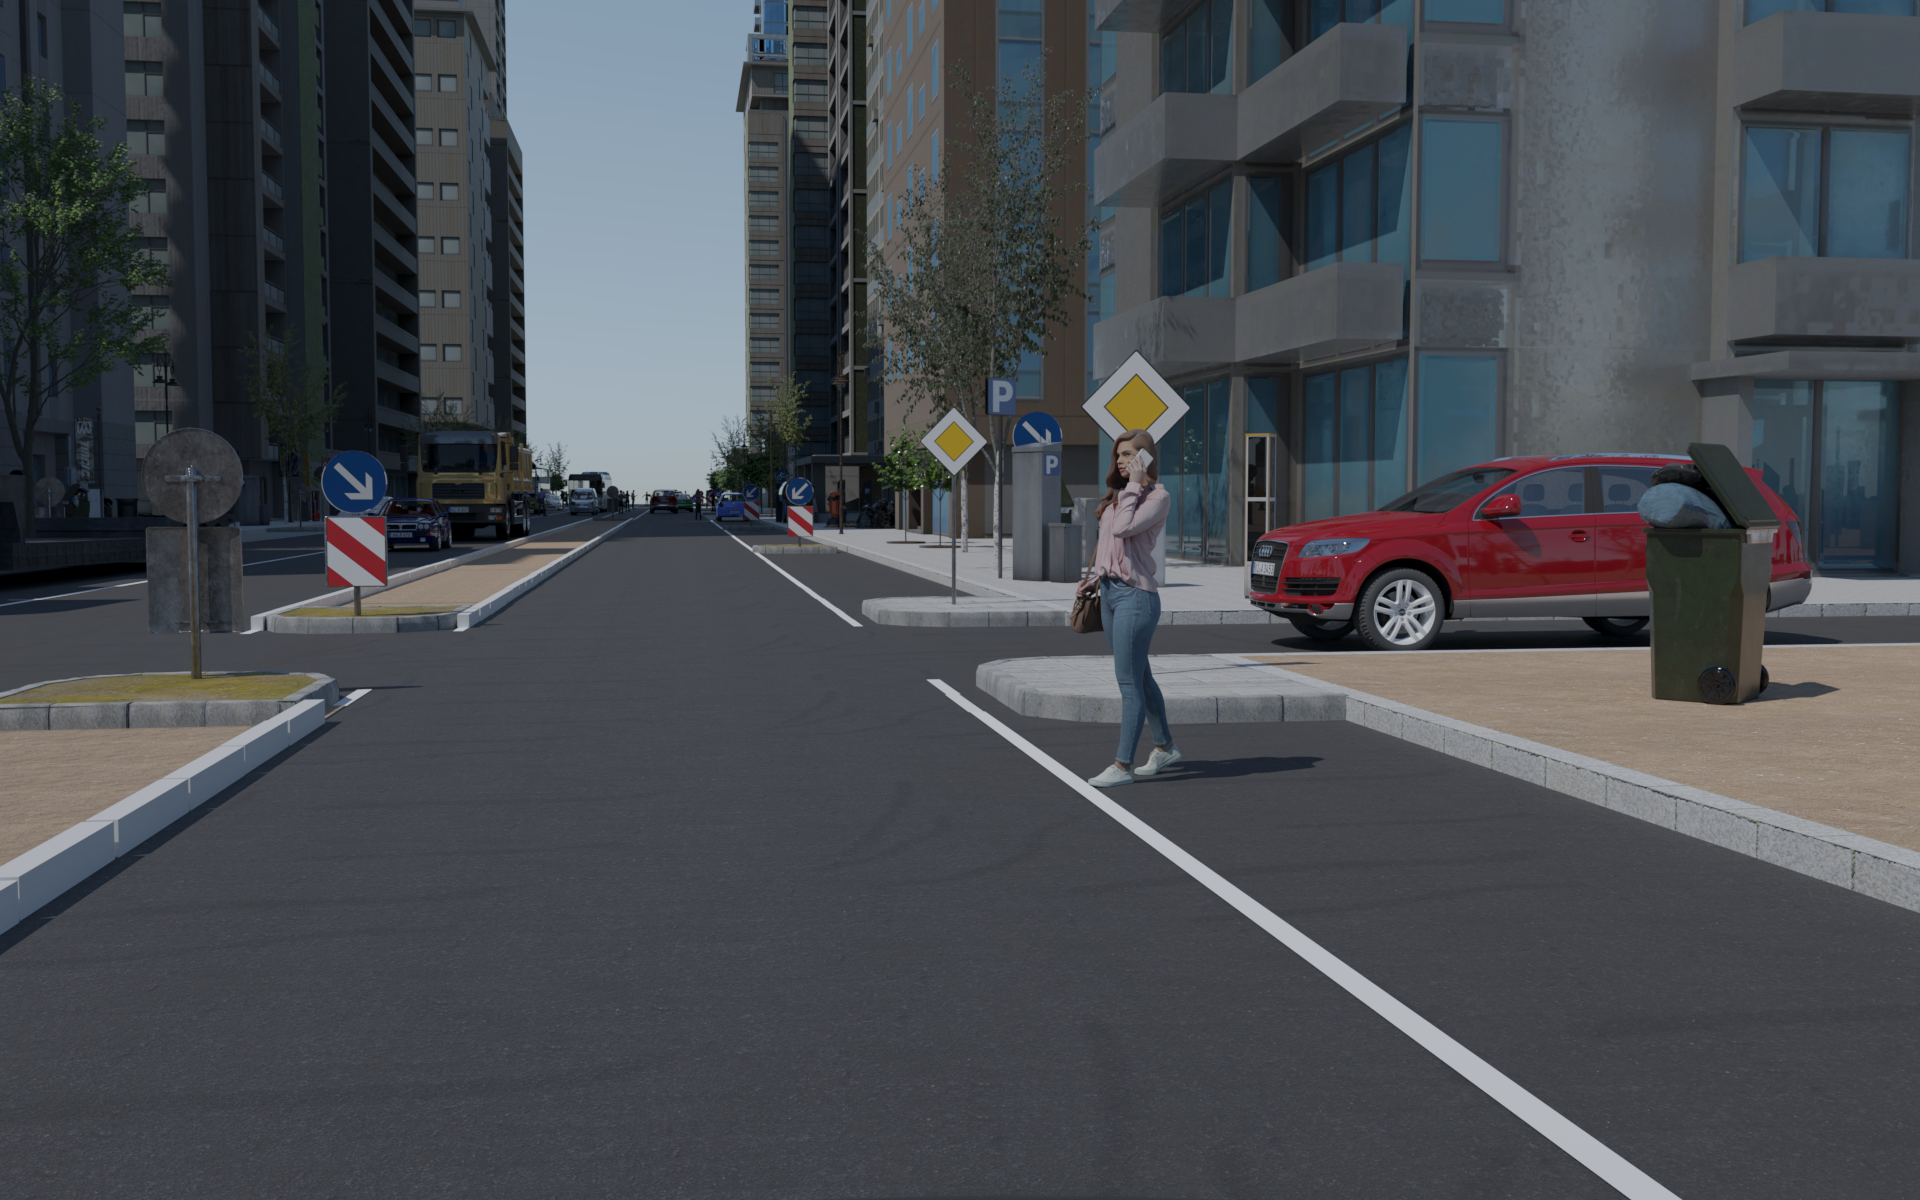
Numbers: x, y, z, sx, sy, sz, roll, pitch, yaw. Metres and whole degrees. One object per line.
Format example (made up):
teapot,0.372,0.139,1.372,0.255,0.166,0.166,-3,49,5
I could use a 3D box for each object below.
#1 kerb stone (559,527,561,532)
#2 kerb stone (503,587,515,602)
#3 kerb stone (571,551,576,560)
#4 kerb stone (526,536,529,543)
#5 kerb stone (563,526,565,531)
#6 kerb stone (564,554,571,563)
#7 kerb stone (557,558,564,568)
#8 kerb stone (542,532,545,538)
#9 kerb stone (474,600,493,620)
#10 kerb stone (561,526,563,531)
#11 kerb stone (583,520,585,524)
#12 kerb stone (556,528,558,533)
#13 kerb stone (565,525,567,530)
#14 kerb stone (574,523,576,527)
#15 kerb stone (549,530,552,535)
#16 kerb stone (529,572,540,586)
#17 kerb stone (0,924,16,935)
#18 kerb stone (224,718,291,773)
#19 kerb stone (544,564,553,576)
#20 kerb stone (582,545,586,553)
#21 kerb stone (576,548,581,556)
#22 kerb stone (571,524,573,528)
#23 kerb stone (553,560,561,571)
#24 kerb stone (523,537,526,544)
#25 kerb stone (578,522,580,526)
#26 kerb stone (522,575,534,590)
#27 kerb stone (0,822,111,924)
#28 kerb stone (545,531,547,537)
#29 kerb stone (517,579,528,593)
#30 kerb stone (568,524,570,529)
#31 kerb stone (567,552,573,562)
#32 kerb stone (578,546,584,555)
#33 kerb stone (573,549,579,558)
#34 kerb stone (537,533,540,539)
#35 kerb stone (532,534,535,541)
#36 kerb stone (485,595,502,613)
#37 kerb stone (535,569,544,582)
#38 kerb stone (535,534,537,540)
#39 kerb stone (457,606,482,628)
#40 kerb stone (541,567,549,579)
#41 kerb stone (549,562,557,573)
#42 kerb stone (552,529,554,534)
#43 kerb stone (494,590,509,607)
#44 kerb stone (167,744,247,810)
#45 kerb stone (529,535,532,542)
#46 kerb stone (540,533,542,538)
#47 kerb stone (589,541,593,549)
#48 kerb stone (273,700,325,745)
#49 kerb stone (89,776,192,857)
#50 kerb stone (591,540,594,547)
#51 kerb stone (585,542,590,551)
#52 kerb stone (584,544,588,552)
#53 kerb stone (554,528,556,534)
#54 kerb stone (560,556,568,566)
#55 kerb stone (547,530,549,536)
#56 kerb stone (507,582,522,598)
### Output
kerb stone,-14.958,-2.566,64.143,0.120,0.150,1.000,-1,4,-9
kerb stone,-6.053,-0.044,23.030,0.120,0.150,1.000,-1,4,-9
kerb stone,-8.375,-0.915,37.156,0.120,0.150,1.000,-1,4,-9
kerb stone,-12.621,-1.699,49.979,0.120,0.150,1.000,-1,4,-9
kerb stone,-15.285,-2.689,66.169,0.120,0.150,1.000,-1,4,-9
kerb stone,-8.044,-0.792,35.137,0.120,0.150,1.000,-1,4,-9
kerb stone,-7.717,-0.668,33.117,0.120,0.150,1.000,-1,4,-9
kerb stone,-13.617,-2.070,56.047,0.120,0.150,1.000,-1,4,-9
kerb stone,-5.544,0.134,20.002,0.120,0.150,1.000,-1,4,-9
kerb stone,-15.123,-2.626,65.160,0.120,0.150,1.000,-1,4,-9
kerb stone,-17.613,-3.554,80.307,0.120,0.150,1.000,-1,4,-9
kerb stone,-14.617,-2.442,62.128,0.120,0.150,1.000,-1,4,-9
kerb stone,-15.449,-2.750,67.177,0.120,0.150,1.000,-1,4,-9
kerb stone,-16.451,-3.120,73.238,0.120,0.150,1.000,-1,4,-9
kerb stone,-14.119,-2.257,59.090,0.120,0.150,1.000,-1,4,-9
kerb stone,-6.705,-0.295,27.067,0.120,0.150,1.000,-1,4,-9
kerb stone,-3.124,1.041,5.284,0.120,0.150,1.000,-1,4,-9
kerb stone,-3.792,0.787,9.329,0.120,0.150,1.000,-1,4,-9
kerb stone,-7.209,-0.482,30.094,0.120,0.150,1.000,-1,4,-9
kerb stone,-9.046,-1.160,41.206,0.120,0.150,1.000,-1,4,-9
kerb stone,-8.711,-1.039,39.186,0.120,0.150,1.000,-1,4,-9
kerb stone,-16.119,-2.998,71.210,0.120,0.150,1.000,-1,4,-9
kerb stone,-7.547,-0.606,32.110,0.120,0.150,1.000,-1,4,-9
kerb stone,-12.457,-1.637,48.967,0.120,0.150,1.000,-1,4,-9
kerb stone,-16.948,-3.307,76.263,0.120,0.150,1.000,-1,4,-9
kerb stone,-6.545,-0.236,26.056,0.120,0.150,1.000,-1,4,-9
kerb stone,-3.295,0.973,6.292,0.120,0.150,1.000,-1,4,-9
kerb stone,-13.786,-2.127,57.055,0.120,0.150,1.000,-1,4,-9
kerb stone,-6.385,-0.174,25.046,0.120,0.150,1.000,-1,4,-9
kerb stone,-15.784,-2.875,69.194,0.120,0.150,1.000,-1,4,-9
kerb stone,-8.214,-0.853,36.145,0.120,0.150,1.000,-1,4,-9
kerb stone,-8.878,-1.101,40.198,0.120,0.150,1.000,-1,4,-9
kerb stone,-8.546,-0.977,38.169,0.120,0.150,1.000,-1,4,-9
kerb stone,-13.285,-1.945,54.020,0.120,0.150,1.000,-1,4,-9
kerb stone,-12.949,-1.823,51.997,0.120,0.150,1.000,-1,4,-9
kerb stone,-5.704,0.072,21.012,0.120,0.150,1.000,-1,4,-9
kerb stone,-6.884,-0.359,28.073,0.120,0.150,1.000,-1,4,-9
kerb stone,-13.112,-1.885,53.010,0.120,0.150,1.000,-1,4,-9
kerb stone,-5.387,0.201,18.988,0.120,0.150,1.000,-1,4,-9
kerb stone,-7.045,-0.419,29.083,0.120,0.150,1.000,-1,4,-9
kerb stone,-7.380,-0.538,31.102,0.120,0.150,1.000,-1,4,-9
kerb stone,-14.289,-2.318,60.102,0.120,0.150,1.000,-1,4,-9
kerb stone,-5.876,0.011,22.019,0.120,0.150,1.000,-1,4,-9
kerb stone,-3.622,0.849,8.317,0.120,0.150,1.000,-1,4,-9
kerb stone,-12.782,-1.761,50.988,0.120,0.150,1.000,-1,4,-9
kerb stone,-13.455,-2.009,55.038,0.120,0.150,1.000,-1,4,-9
kerb stone,-9.537,-1.348,44.239,0.120,0.150,1.000,-1,4,-9
kerb stone,-3.954,0.728,10.341,0.120,0.150,1.000,-1,4,-9
kerb stone,-3.457,0.911,7.308,0.120,0.150,1.000,-1,4,-9
kerb stone,-9.714,-1.410,45.253,0.120,0.150,1.000,-1,4,-9
kerb stone,-9.379,-1.286,43.223,0.120,0.150,1.000,-1,4,-9
kerb stone,-9.210,-1.222,42.215,0.120,0.150,1.000,-1,4,-9
kerb stone,-14.460,-2.378,61.117,0.120,0.150,1.000,-1,4,-9
kerb stone,-7.877,-0.730,34.127,0.120,0.150,1.000,-1,4,-9
kerb stone,-13.957,-2.192,58.077,0.120,0.150,1.000,-1,4,-9
kerb stone,-6.220,-0.112,24.038,0.120,0.150,1.000,-1,4,-9
